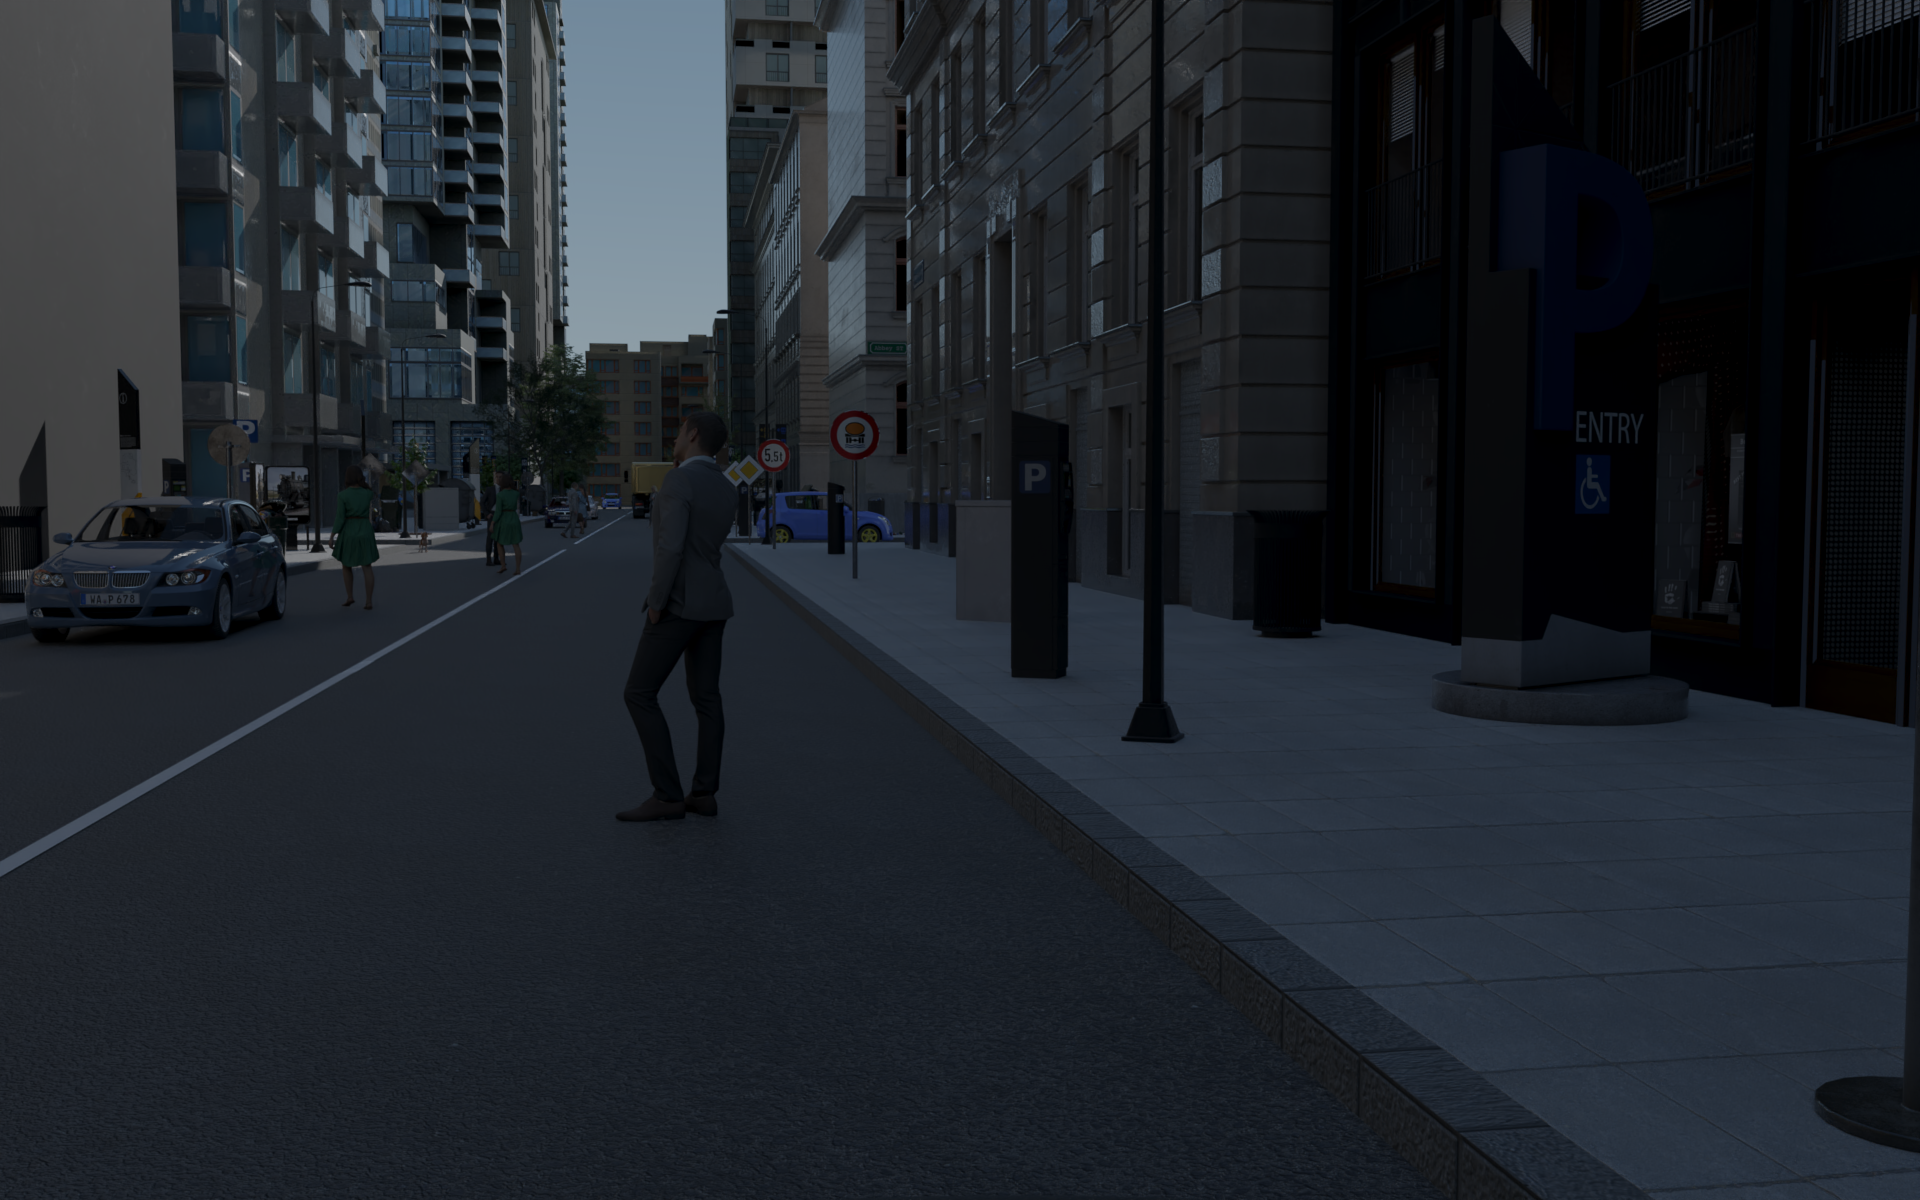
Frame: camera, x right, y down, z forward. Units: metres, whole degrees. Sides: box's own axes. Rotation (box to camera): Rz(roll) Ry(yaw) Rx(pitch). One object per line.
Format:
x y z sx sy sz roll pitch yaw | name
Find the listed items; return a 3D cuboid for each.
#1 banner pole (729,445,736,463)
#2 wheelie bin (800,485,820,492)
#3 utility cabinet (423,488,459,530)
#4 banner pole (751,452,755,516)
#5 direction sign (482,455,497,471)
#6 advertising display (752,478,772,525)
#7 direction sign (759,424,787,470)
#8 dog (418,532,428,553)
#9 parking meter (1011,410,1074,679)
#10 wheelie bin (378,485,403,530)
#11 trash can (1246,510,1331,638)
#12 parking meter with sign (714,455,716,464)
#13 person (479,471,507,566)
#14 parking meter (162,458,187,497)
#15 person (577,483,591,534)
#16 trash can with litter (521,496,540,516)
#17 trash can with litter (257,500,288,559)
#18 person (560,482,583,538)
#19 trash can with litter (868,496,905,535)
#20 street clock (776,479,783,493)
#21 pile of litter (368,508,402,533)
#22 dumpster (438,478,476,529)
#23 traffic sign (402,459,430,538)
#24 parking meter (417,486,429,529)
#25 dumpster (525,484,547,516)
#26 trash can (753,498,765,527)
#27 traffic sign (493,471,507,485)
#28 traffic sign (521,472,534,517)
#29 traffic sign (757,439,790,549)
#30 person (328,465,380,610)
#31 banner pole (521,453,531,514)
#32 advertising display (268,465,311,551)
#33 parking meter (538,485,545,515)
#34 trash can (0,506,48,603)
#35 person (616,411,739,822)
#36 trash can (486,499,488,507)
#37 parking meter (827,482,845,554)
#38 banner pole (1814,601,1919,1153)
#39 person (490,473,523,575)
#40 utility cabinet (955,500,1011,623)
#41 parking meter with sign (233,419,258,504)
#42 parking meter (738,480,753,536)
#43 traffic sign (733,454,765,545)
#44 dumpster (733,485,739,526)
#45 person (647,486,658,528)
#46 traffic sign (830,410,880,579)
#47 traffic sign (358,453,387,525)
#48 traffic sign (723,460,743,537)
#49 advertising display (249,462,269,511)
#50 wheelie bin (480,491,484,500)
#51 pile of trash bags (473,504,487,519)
-10.500 -5.397 78.265 0.863 3.779 0.401 1 4 22 | banner pole
-5.051 -3.039 57.603 0.693 1.594 0.980 -2 4 -28 | wheelie bin
-18.166 -3.175 60.591 1.173 1.500 0.318 -2 4 -33 | utility cabinet
-12.257 -6.886 102.601 0.401 3.779 0.863 -2 4 -26 | banner pole
-27.478 -6.677 101.164 0.876 3.537 0.379 0 4 7 | direction sign
-8.021 -4.019 70.930 0.974 1.923 0.123 -1 4 -22 | advertising display
-6.037 -3.912 55.952 0.876 3.537 0.379 0 4 -6 | direction sign
-13.193 -1.427 42.626 0.540 0.507 0.406 2 4 27 | dog
0.573 -0.391 12.108 0.399 1.863 0.255 1 4 20 | parking meter
-20.540 -3.341 62.534 0.980 1.594 0.693 0 4 -1 | wheelie bin
2.947 -0.240 15.583 0.748 1.137 0.748 0 3 0 | trash can
-10.747 -4.874 75.953 0.543 3.016 1.738 0 4 -7 | parking meter with sign
-9.271 -1.646 34.773 0.474 1.900 0.648 3 5 40 | person
-12.776 -1.376 28.209 0.399 1.863 0.255 3 5 43 | parking meter
-13.518 -3.272 62.092 0.616 1.811 0.778 -2 4 -26 | person
-24.767 -5.412 99.871 1.055 1.170 0.624 0 4 4 | trash can with litter
-13.618 -1.382 33.978 0.624 1.170 1.055 -3 5 -42 | trash can with litter
-12.603 -2.929 56.503 0.853 1.813 0.709 -3 4 -38 | person
-2.230 -2.638 54.193 2.233 1.210 1.678 0 4 -1 | trash can with litter
-8.927 -4.947 85.450 0.358 2.002 0.471 1 4 18 | street clock
-19.532 -2.681 57.796 1.719 0.858 1.176 1 4 14 | pile of litter
-18.446 -3.527 63.432 1.264 1.857 1.865 -1 4 -10 | dumpster
-15.753 -2.847 50.188 0.795 2.450 0.064 -1 4 -10 | traffic sign
-19.851 -3.568 64.051 0.255 1.863 0.399 3 5 42 | parking meter
-25.330 -5.964 103.272 1.264 1.857 1.865 -1 4 -10 | dumpster
-7.625 -3.364 66.647 0.748 1.137 0.748 0 3 0 | trash can
-20.659 -4.634 77.893 0.606 2.300 0.079 0 4 -5 | traffic sign
-24.689 -6.041 98.876 0.768 2.556 0.104 0 4 -4 | traffic sign
-4.310 -2.449 40.140 0.768 2.556 0.104 0 4 -2 | traffic sign
-7.511 -0.782 21.538 0.529 1.795 0.600 3 5 42 | person
-26.322 -7.048 105.251 0.401 3.779 0.863 3 4 36 | banner pole
-15.260 -2.086 39.326 0.974 1.923 0.123 -3 4 -38 | advertising display
-25.547 -6.119 105.755 0.399 1.863 0.255 2 4 30 | parking meter
-11.222 -0.544 20.544 0.748 1.137 0.748 0 3 0 | trash can
-1.246 0.059 7.709 0.473 1.802 0.592 3 4 39 | person
-29.411 -5.862 107.491 0.748 1.137 0.748 0 3 0 | trash can
-2.639 -1.744 36.931 0.372 1.533 0.369 0 3 0 | parking meter
2.150 -0.829 3.564 0.863 3.779 0.401 -3 4 -37 | banner pole
-8.001 -1.341 30.668 0.529 1.795 0.600 3 4 36 | person
0.453 -0.385 17.458 1.020 1.237 0.306 2 4 35 | utility cabinet
-16.376 -2.661 39.767 0.543 3.016 1.738 -1 4 -22 | parking meter with sign
-6.531 -2.878 52.769 0.399 1.863 0.255 0 4 7 | parking meter
-5.336 -2.459 43.848 0.795 2.450 0.064 -1 4 -10 | traffic sign
-9.197 -3.834 68.440 1.264 1.857 1.865 -1 4 -10 | dumpster
-13.071 -3.999 74.065 0.537 1.800 0.526 2 4 30 | person
-1.593 -1.598 26.228 0.768 2.556 0.104 -1 4 -9 | traffic sign
-14.402 -2.365 42.318 0.795 2.450 0.064 -1 4 -10 | traffic sign
-6.688 -2.940 51.718 0.795 2.450 0.064 -1 4 -10 | traffic sign
-14.260 -1.833 35.177 0.123 1.923 0.974 -1 4 -12 | advertising display
-26.258 -5.290 94.407 0.980 1.594 0.693 3 5 45 | wheelie bin
-25.495 -4.731 87.101 1.912 1.369 3.447 3 5 44 | pile of trash bags
